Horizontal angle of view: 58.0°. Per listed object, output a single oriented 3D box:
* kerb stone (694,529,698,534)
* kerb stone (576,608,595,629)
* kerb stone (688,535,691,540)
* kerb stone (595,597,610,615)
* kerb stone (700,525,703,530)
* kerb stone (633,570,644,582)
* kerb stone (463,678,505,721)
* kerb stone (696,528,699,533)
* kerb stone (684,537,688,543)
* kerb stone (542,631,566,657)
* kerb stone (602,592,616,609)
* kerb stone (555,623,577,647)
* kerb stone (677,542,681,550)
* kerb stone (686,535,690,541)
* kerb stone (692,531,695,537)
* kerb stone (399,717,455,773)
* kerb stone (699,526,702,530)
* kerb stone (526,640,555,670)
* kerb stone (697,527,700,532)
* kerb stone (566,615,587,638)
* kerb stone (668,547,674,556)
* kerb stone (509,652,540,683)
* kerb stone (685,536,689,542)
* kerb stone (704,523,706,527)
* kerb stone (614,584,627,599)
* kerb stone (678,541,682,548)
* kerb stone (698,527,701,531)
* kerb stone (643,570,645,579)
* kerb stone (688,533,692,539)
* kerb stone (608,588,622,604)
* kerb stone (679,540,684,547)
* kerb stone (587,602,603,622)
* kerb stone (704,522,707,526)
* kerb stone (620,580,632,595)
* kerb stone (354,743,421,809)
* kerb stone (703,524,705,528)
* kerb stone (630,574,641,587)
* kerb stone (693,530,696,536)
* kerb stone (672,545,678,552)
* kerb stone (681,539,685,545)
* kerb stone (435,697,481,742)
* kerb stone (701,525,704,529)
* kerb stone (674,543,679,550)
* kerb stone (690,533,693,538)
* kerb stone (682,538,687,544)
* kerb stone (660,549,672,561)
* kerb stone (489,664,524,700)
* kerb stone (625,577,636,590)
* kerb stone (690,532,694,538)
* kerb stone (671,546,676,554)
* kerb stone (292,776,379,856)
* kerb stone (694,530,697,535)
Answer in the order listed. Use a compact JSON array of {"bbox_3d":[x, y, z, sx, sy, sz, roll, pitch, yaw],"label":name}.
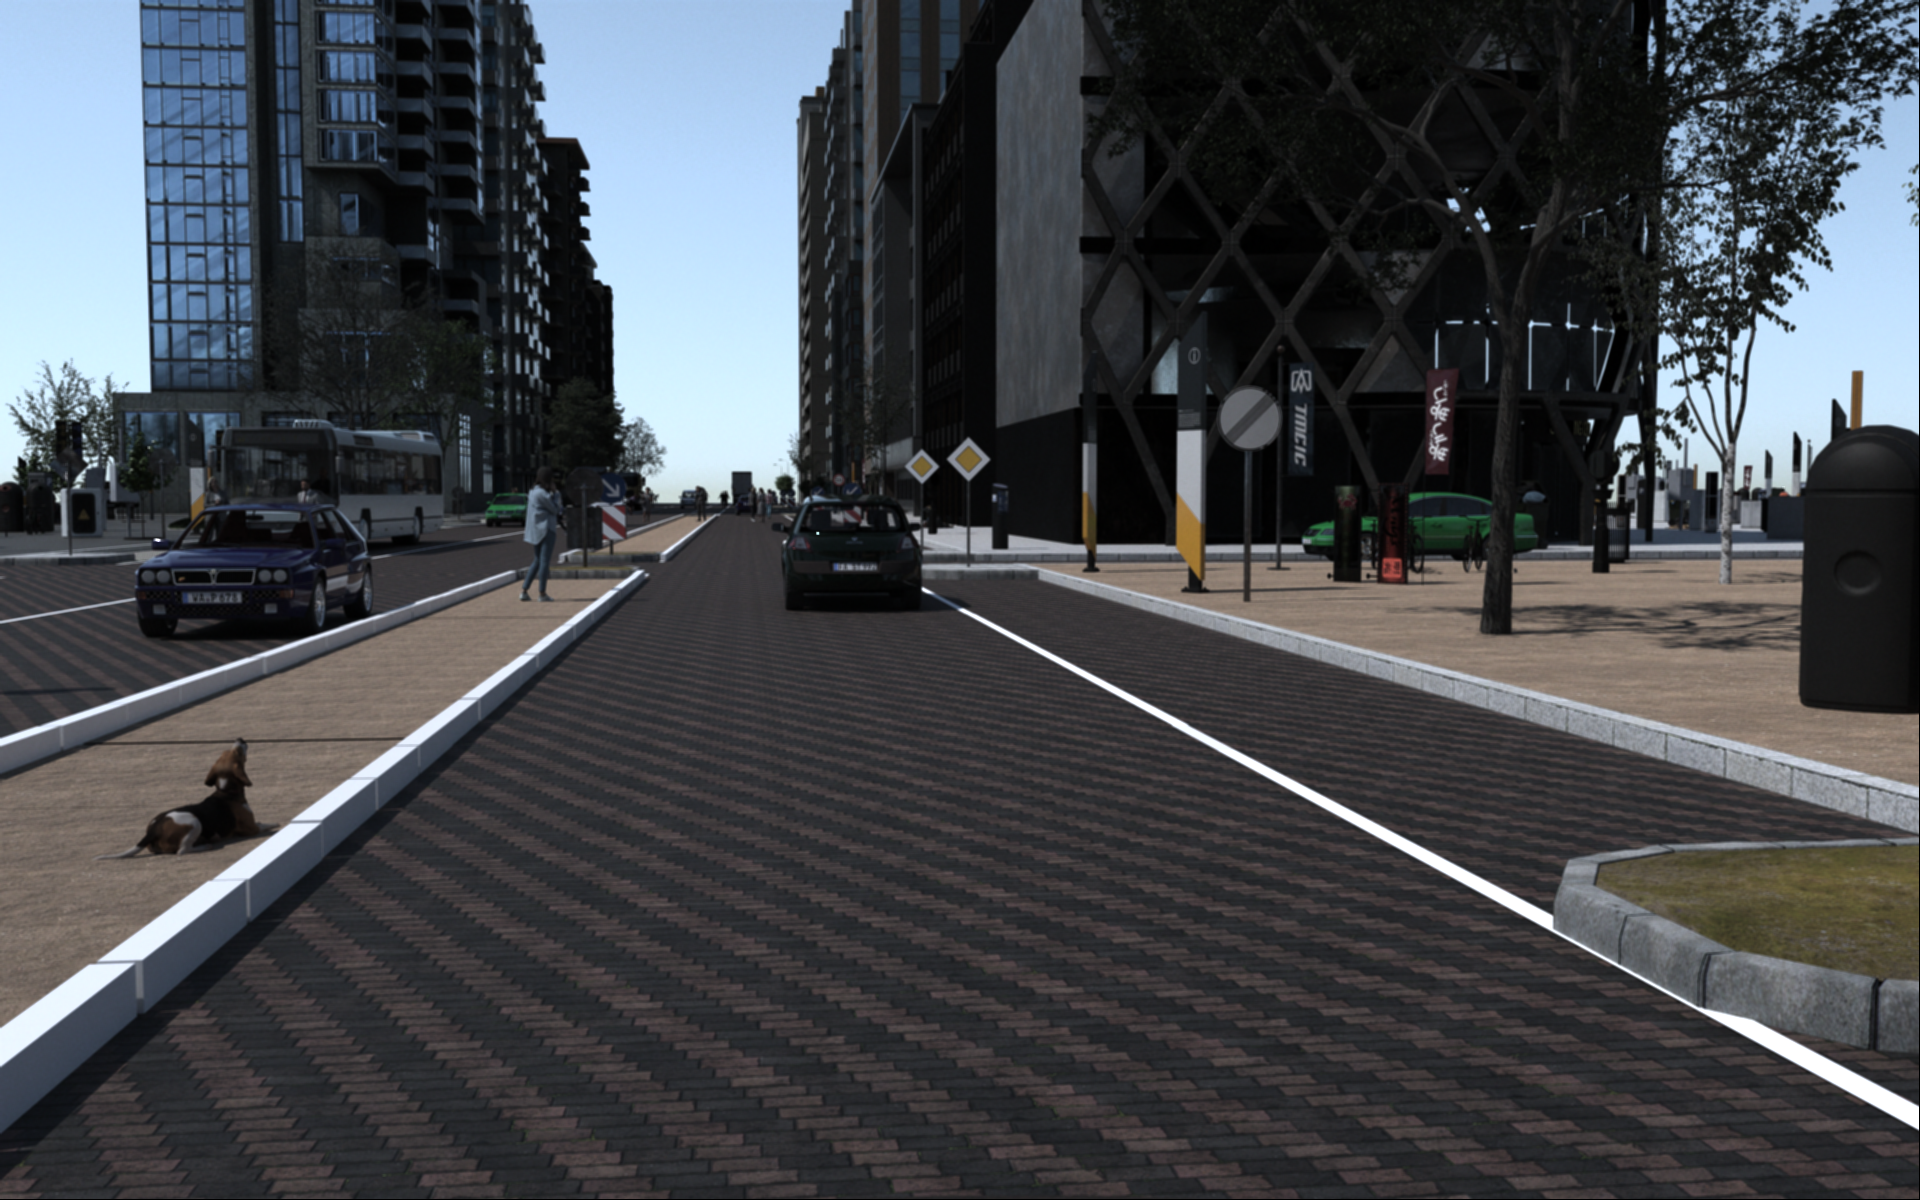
[{"bbox_3d":[-9.049,-2.229,58.695,0.120,0.150,1.000,0,4,-7],"label":"kerb stone"},{"bbox_3d":[-4.035,0.226,18.521,0.120,0.150,1.000,0,4,-7],"label":"kerb stone"},{"bbox_3d":[-8.162,-1.788,51.571,0.120,0.150,1.000,0,4,-7],"label":"kerb stone"},{"bbox_3d":[-4.284,0.102,20.550,0.120,0.150,1.000,0,4,-7],"label":"kerb stone"},{"bbox_3d":[-9.941,-2.666,65.813,0.120,0.150,1.000,0,4,-7],"label":"kerb stone"},{"bbox_3d":[-5.175,-0.335,27.669,0.120,0.150,1.000,0,4,-7],"label":"kerb stone"},{"bbox_3d":[-3.140,0.661,11.386,0.120,0.150,1.000,0,4,-7],"label":"kerb stone"},{"bbox_3d":[-9.173,-2.294,59.709,0.120,0.150,1.000,0,4,-7],"label":"kerb stone"},{"bbox_3d":[-7.781,-1.607,48.515,0.120,0.150,1.000,0,4,-7],"label":"kerb stone"},{"bbox_3d":[-3.649,0.412,15.454,0.120,0.150,1.000,0,4,-7],"label":"kerb stone"},{"bbox_3d":[-4.409,0.039,21.564,0.120,0.150,1.000,0,4,-7],"label":"kerb stone"},{"bbox_3d":[-3.780,0.354,16.471,0.120,0.150,1.000,0,4,-7],"label":"kerb stone"},{"bbox_3d":[-7.145,-1.300,43.445,0.120,0.150,1.000,0,4,-7],"label":"kerb stone"},{"bbox_3d":[-8.038,-1.735,50.556,0.120,0.150,1.000,0,4,-7],"label":"kerb stone"},{"bbox_3d":[-8.665,-2.046,55.641,0.120,0.150,1.000,0,4,-7],"label":"kerb stone"},{"bbox_3d":[-2.885,0.786,9.347,0.120,0.150,1.000,0,4,-7],"label":"kerb stone"},{"bbox_3d":[-9.683,-2.543,63.781,0.120,0.150,1.000,0,4,-7],"label":"kerb stone"},{"bbox_3d":[-3.517,0.475,14.437,0.120,0.150,1.000,0,4,-7],"label":"kerb stone"},{"bbox_3d":[-9.440,-2.419,61.746,0.120,0.150,1.000,0,4,-7],"label":"kerb stone"},{"bbox_3d":[-3.901,0.287,17.497,0.120,0.150,1.000,0,4,-7],"label":"kerb stone"},{"bbox_3d":[-6.637,-1.048,39.367,0.120,0.150,1.000,0,4,-7],"label":"kerb stone"},{"bbox_3d":[-3.399,0.545,13.422,0.120,0.150,1.000,0,4,-7],"label":"kerb stone"},{"bbox_3d":[-7.908,-1.672,49.538,0.120,0.150,1.000,0,4,-7],"label":"kerb stone"},{"bbox_3d":[-10.578,-2.979,70.899,0.120,0.150,1.000,0,4,-7],"label":"kerb stone"},{"bbox_3d":[-4.662,-0.086,23.598,0.120,0.150,1.000,0,4,-7],"label":"kerb stone"},{"bbox_3d":[-7.269,-1.361,44.459,0.120,0.150,1.000,0,4,-7],"label":"kerb stone"},{"bbox_3d":[-9.559,-2.481,62.765,0.120,0.150,1.000,0,4,-7],"label":"kerb stone"},{"bbox_3d":[-5.309,-0.397,28.682,0.120,0.150,1.000,0,4,-7],"label":"kerb stone"},{"bbox_3d":[-8.293,-1.859,52.584,0.120,0.150,1.000,0,4,-7],"label":"kerb stone"},{"bbox_3d":[-4.541,-0.024,22.582,0.120,0.150,1.000,0,4,-7],"label":"kerb stone"},{"bbox_3d":[-7.394,-1.418,45.474,0.120,0.150,1.000,0,4,-7],"label":"kerb stone"},{"bbox_3d":[-4.156,0.163,19.536,0.120,0.150,1.000,0,4,-7],"label":"kerb stone"},{"bbox_3d":[-10.700,-3.041,71.919,0.120,0.150,1.000,0,4,-7],"label":"kerb stone"},{"bbox_3d":[-4.792,-0.148,24.619,0.120,0.150,1.000,0,4,-7],"label":"kerb stone"},{"bbox_3d":[-2.759,0.849,8.331,0.120,0.150,1.000,0,4,-7],"label":"kerb stone"},{"bbox_3d":[-10.326,-2.852,68.866,0.120,0.150,1.000,0,4,-7],"label":"kerb stone"},{"bbox_3d":[-5.044,-0.268,26.655,0.120,0.150,1.000,0,4,-7],"label":"kerb stone"},{"bbox_3d":[-8.792,-2.108,56.655,0.120,0.150,1.000,0,4,-7],"label":"kerb stone"},{"bbox_3d":[-6.894,-1.172,41.408,0.120,0.150,1.000,0,4,-7],"label":"kerb stone"},{"bbox_3d":[-7.526,-1.484,46.487,0.120,0.150,1.000,0,4,-7],"label":"kerb stone"},{"bbox_3d":[-3.018,0.728,10.365,0.120,0.150,1.000,0,4,-7],"label":"kerb stone"},{"bbox_3d":[-10.065,-2.730,66.827,0.120,0.150,1.000,0,4,-7],"label":"kerb stone"},{"bbox_3d":[-7.029,-1.233,42.427,0.120,0.150,1.000,0,4,-7],"label":"kerb stone"},{"bbox_3d":[-8.414,-1.921,53.611,0.120,0.150,1.000,0,4,-7],"label":"kerb stone"},{"bbox_3d":[-7.646,-1.548,47.502,0.120,0.150,1.000,0,4,-7],"label":"kerb stone"},{"bbox_3d":[-6.505,-0.988,38.350,0.120,0.150,1.000,0,4,-7],"label":"kerb stone"},{"bbox_3d":[-3.269,0.601,12.400,0.120,0.150,1.000,0,4,-7],"label":"kerb stone"},{"bbox_3d":[-4.919,-0.210,25.634,0.120,0.150,1.000,0,4,-7],"label":"kerb stone"},{"bbox_3d":[-8.547,-1.980,54.625,0.120,0.150,1.000,0,4,-7],"label":"kerb stone"},{"bbox_3d":[-6.761,-1.110,40.388,0.120,0.150,1.000,0,4,-7],"label":"kerb stone"},{"bbox_3d":[-2.631,0.911,7.305,0.120,0.150,1.000,0,4,-7],"label":"kerb stone"},{"bbox_3d":[-8.919,-2.170,57.672,0.120,0.150,1.000,0,4,-7],"label":"kerb stone"}]
